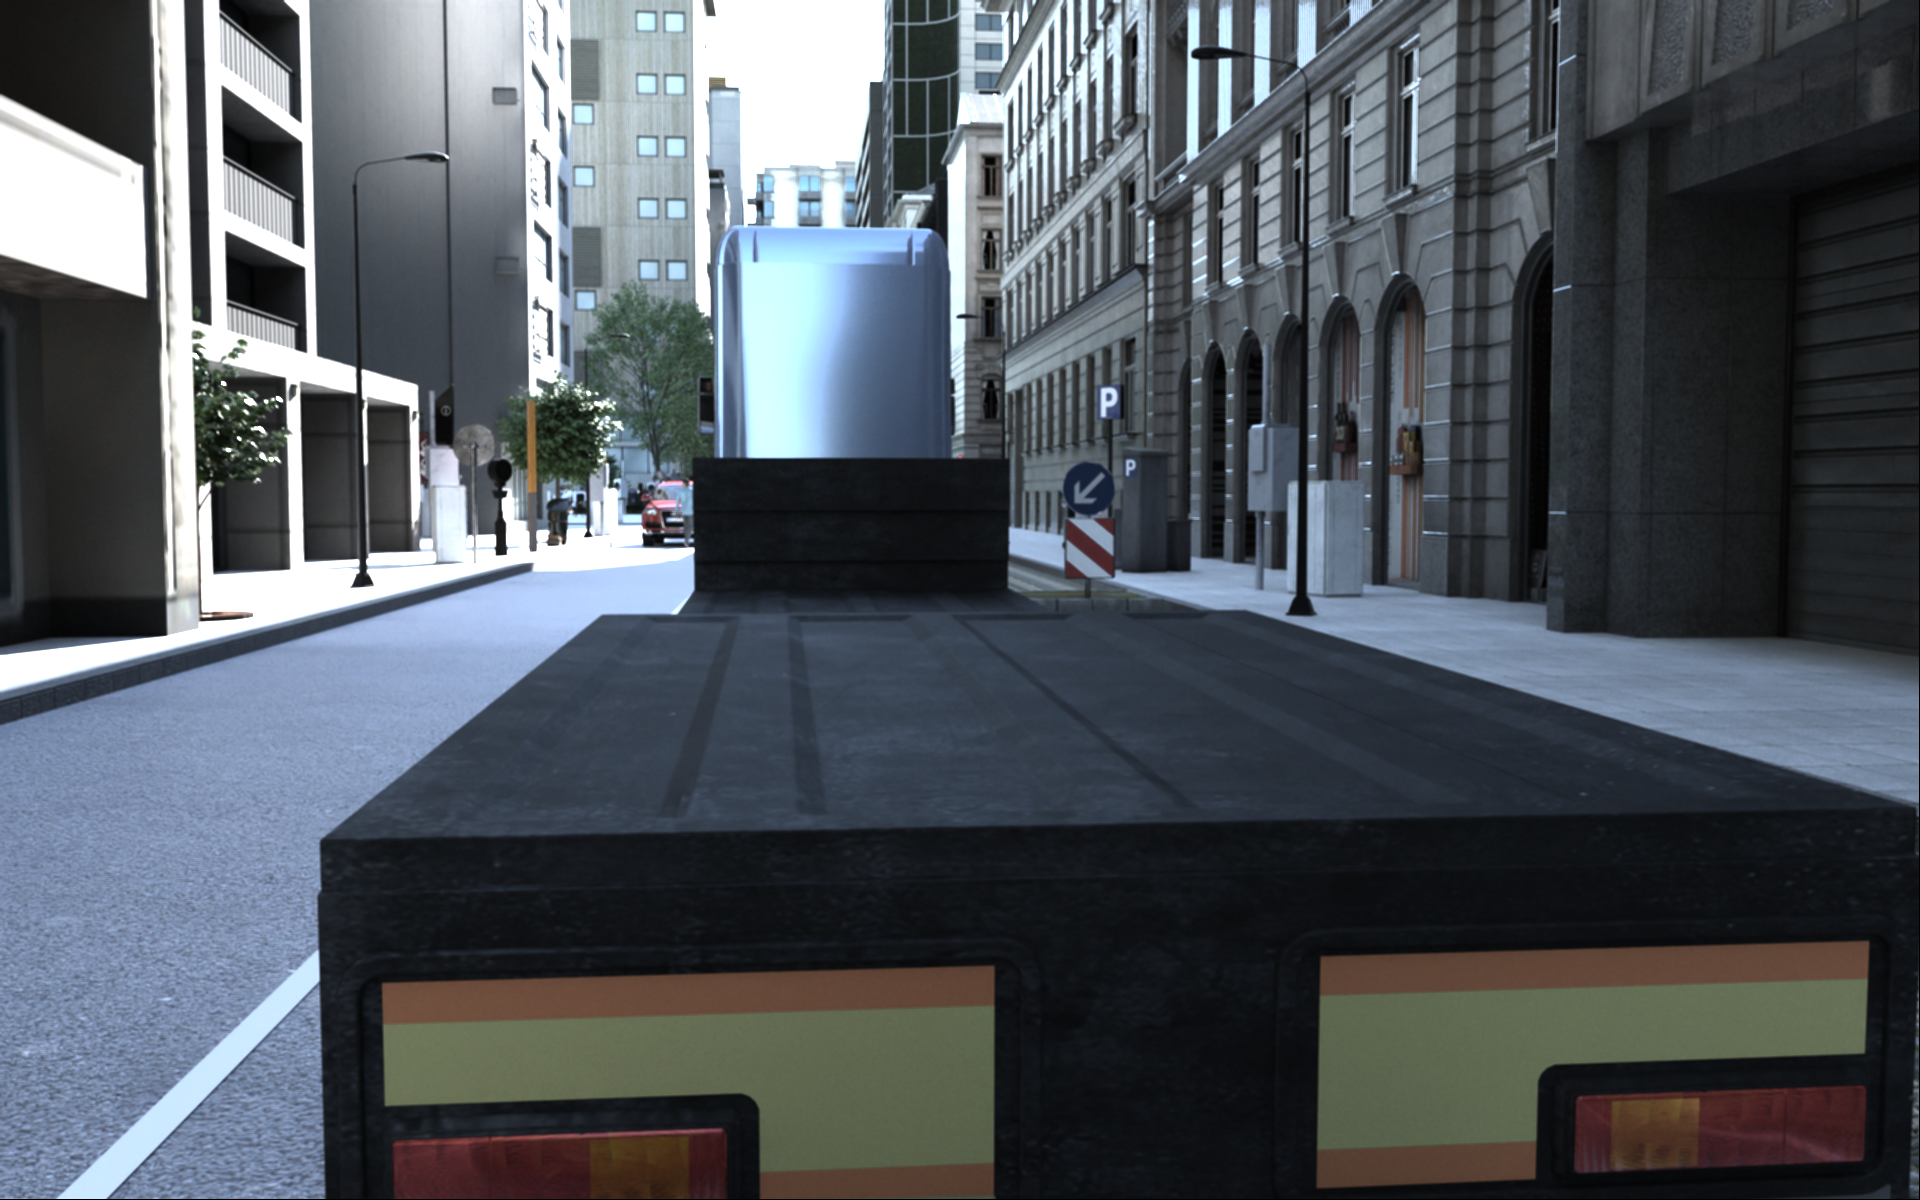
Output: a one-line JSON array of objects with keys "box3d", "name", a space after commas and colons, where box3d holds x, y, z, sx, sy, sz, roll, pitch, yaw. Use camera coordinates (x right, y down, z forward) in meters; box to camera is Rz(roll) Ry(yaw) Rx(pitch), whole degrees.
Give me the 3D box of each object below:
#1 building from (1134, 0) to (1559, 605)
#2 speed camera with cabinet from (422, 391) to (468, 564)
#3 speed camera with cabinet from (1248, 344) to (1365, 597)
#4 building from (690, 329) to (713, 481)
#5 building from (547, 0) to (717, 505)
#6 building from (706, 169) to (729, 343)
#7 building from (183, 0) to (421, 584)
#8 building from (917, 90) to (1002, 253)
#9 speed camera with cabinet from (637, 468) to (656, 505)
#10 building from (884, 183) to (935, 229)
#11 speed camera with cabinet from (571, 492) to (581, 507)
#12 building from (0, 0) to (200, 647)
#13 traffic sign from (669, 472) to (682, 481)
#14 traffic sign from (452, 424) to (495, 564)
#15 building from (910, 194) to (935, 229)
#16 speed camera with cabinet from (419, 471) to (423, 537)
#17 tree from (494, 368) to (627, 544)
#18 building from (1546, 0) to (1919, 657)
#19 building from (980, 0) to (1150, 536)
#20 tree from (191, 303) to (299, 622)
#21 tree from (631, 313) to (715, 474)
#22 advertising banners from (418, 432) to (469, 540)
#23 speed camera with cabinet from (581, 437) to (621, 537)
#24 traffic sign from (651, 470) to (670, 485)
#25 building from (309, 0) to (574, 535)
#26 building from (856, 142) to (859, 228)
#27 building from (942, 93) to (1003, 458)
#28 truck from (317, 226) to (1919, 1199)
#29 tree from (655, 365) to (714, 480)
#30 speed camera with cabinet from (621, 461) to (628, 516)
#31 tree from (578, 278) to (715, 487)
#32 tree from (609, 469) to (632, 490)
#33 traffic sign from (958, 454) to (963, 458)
[{"box3d": [11.227, -11.415, 28.443, 13.314, 21.916, 24.055, 0, 4, -5], "name": "building"}, {"box3d": [-9.675, -2.342, 32.622, 0.660, 3.252, 2.038, -1, 4, -21], "name": "speed camera with cabinet"}, {"box3d": [4.456, -1.716, 22.386, 0.660, 3.252, 2.038, -1, 4, -19], "name": "speed camera with cabinet"}, {"box3d": [-41.319, -21.344, 194.015, 27.650, 21.520, 28.899, 0, 4, -5], "name": "building"}, {"box3d": [-37.910, -35.201, 164.771, 28.713, 52.752, 27.495, 0, 4, -5], "name": "building"}, {"box3d": [-36.130, -32.744, 218.952, 14.086, 41.232, 14.154, 0, 4, -5], "name": "building"}, {"box3d": [-21.924, -36.286, 31.528, 20.563, 71.187, 20.611, 0, 4, -5], "name": "building"}, {"box3d": [4.131, -16.768, 103.833, 12.332, 23.373, 15.834, 0, 4, -5], "name": "building"}, {"box3d": [-24.176, -8.439, 132.315, 2.038, 3.252, 0.660, 0, 4, 5], "name": "speed camera with cabinet"}, {"box3d": [1.034, -21.786, 143.588, 14.401, 28.519, 23.554, 0, 4, -5], "name": "building"}, {"box3d": [-27.493, -8.120, 127.091, 2.038, 3.252, 0.660, -3, 5, -41], "name": "speed camera with cabinet"}, {"box3d": [-16.828, -23.230, 3.519, 21.300, 48.544, 21.600, 0, 4, -5], "name": "building"}, {"box3d": [-12.985, -4.590, 78.695, 0.795, 2.450, 0.064, 0, 4, -5], "name": "traffic sign"}, {"box3d": [-8.849, -1.922, 31.529, 0.768, 2.556, 0.104, 0, 4, -1], "name": "traffic sign"}, {"box3d": [2.106, -17.930, 122.040, 11.050, 23.489, 19.941, 0, 4, -5], "name": "building"}, {"box3d": [-15.665, -3.453, 50.797, 0.660, 3.252, 2.038, 2, 4, 28], "name": "speed camera with cabinet"}, {"box3d": [-10.460, -3.774, 45.414, 4.285, 4.588, 4.351, 0, 3, 0], "name": "tree"}, {"box3d": [12.449, -11.515, 6.289, 12.078, 24.808, 19.932, 0, 4, -5], "name": "building"}, {"box3d": [10.244, -13.588, 55.446, 16.112, 22.955, 30.059, 0, 4, -5], "name": "building"}, {"box3d": [-7.773, -1.408, 17.627, 1.663, 3.219, 1.824, 0, 3, 0], "name": "tree"}, {"box3d": [-16.713, -11.657, 108.723, 7.486, 12.596, 7.792, 0, 3, 0], "name": "tree"}, {"box3d": [-14.484, -3.194, 48.413, 2.074, 3.025, 0.090, 2, 4, 34], "name": "advertising banners"}, {"box3d": [-10.850, -3.548, 52.353, 0.660, 3.252, 2.038, 0, 4, -1], "name": "speed camera with cabinet"}, {"box3d": [-12.233, -4.104, 70.746, 0.795, 2.450, 0.064, 0, 4, -5], "name": "traffic sign"}, {"box3d": [-20.958, -22.983, 59.366, 14.086, 41.232, 14.154, 0, 4, -5], "name": "building"}, {"box3d": [-2.030, -36.339, 217.845, 21.300, 48.544, 21.600, 0, 4, -5], "name": "building"}, {"box3d": [8.579, -14.532, 86.742, 18.267, 20.994, 9.793, 0, 4, -5], "name": "building"}, {"box3d": [-0.674, -1.347, 11.787, 2.967, 4.110, 18.799, 0, 4, -6], "name": "truck"}, {"box3d": [-15.588, -9.104, 99.215, 4.737, 8.622, 4.395, 0, 3, 0], "name": "tree"}, {"box3d": [-20.450, -6.612, 102.436, 2.038, 3.252, 0.660, 3, 5, 45], "name": "speed camera with cabinet"}, {"box3d": [-14.971, -9.731, 84.851, 9.928, 11.665, 9.643, 0, 3, 0], "name": "tree"}, {"box3d": [-26.521, -8.631, 135.719, 1.663, 3.219, 1.824, 0, 3, 0], "name": "tree"}, {"box3d": [0.013, -3.427, 56.029, 0.884, 2.594, 0.081, 0, 4, -2], "name": "traffic sign"}]
